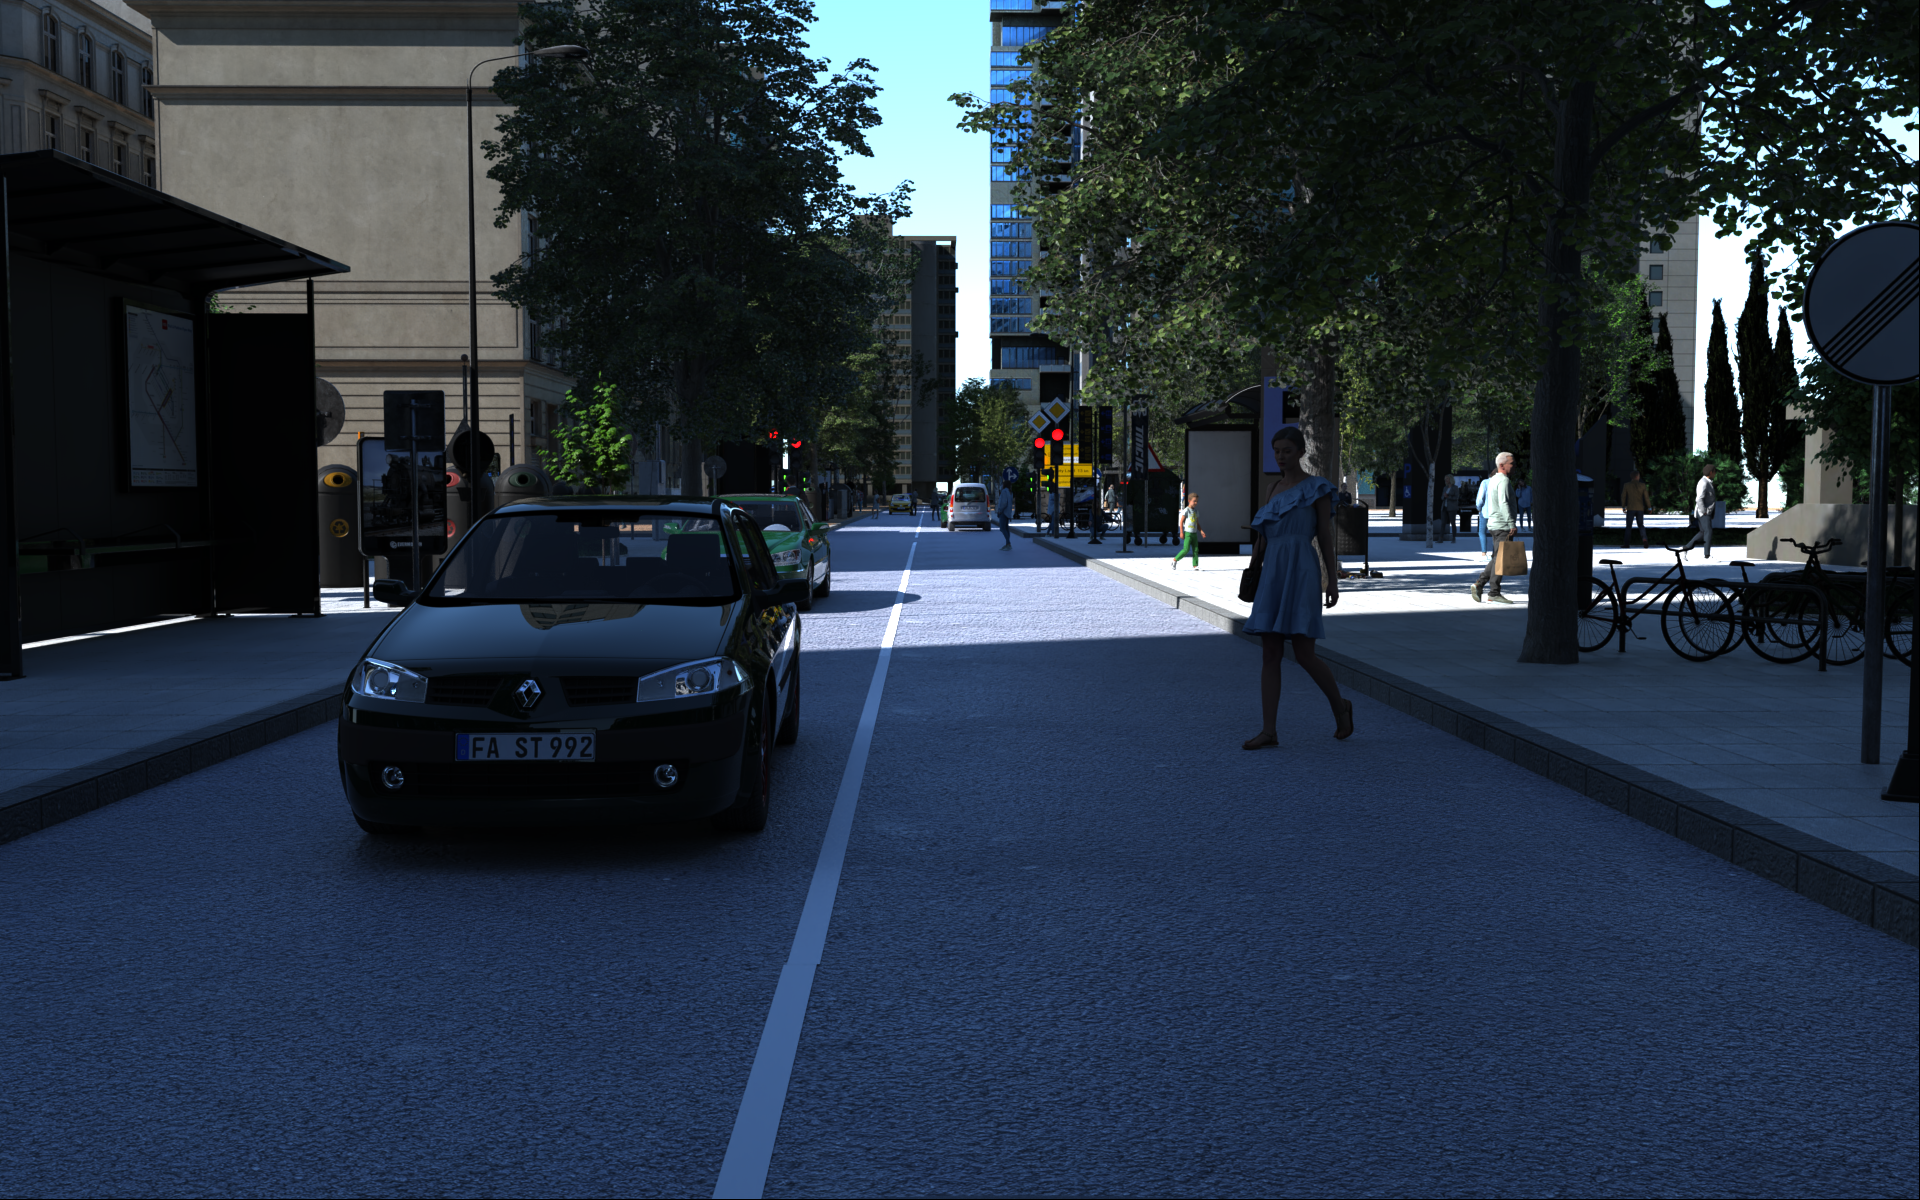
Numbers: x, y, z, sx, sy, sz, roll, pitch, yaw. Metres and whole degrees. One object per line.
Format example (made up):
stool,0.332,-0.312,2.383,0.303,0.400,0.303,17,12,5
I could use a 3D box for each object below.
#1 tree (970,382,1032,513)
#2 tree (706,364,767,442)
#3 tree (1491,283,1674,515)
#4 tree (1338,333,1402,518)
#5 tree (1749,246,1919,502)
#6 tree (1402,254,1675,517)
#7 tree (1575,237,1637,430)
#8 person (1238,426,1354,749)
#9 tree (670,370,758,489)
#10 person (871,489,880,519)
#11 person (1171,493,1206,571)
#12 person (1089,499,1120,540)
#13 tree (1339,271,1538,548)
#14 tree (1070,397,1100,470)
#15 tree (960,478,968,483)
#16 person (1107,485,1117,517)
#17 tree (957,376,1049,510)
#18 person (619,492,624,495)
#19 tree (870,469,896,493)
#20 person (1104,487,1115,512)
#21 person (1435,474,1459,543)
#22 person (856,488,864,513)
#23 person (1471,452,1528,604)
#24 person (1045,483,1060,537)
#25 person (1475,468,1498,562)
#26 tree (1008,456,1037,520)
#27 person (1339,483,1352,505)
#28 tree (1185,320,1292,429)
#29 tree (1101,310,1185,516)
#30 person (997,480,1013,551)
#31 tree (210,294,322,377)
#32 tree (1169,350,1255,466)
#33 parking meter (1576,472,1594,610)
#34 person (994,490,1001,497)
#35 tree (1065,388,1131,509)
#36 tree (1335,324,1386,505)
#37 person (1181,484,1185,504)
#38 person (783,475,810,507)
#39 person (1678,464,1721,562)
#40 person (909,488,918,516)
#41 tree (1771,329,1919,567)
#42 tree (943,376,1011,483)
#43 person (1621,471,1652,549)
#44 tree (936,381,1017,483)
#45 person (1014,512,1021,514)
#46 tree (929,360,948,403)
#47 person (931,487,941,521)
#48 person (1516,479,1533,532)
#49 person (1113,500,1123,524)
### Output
tree,2.510,-10.035,114.436,4.737,8.622,4.395,0,3,0
tree,-11.728,-8.427,88.144,4.360,8.622,3.978,0,3,0
tree,39.924,-12.727,109.905,13.155,14.587,18.604,-2,4,-32
tree,23.795,-10.346,94.910,9.928,11.665,9.643,0,3,0
tree,48.242,-11.513,90.055,18.604,14.587,13.155,-3,5,-40
tree,25.254,-8.875,70.854,9.928,11.665,9.643,0,3,0
tree,16.582,-5.949,47.622,4.360,8.622,3.978,0,3,0
person,1.888,-0.079,9.887,0.778,1.811,0.616,-2,4,-33
tree,-11.574,-8.094,82.697,4.737,8.622,4.395,0,3,0
person,-4.814,-5.498,99.404,0.522,1.701,0.512,2,4,26
person,3.810,-1.138,28.897,0.590,1.304,0.306,2,4,33
person,3.992,-2.278,48.794,1.012,1.151,0.738,-1,4,-14
tree,11.146,-5.558,41.228,4.360,8.622,3.978,0,3,0
tree,9.414,-10.313,118.977,4.360,8.622,3.978,0,3,0
tree,0.610,-12.672,201.790,1.663,3.219,1.824,0,3,0
person,8.512,-5.516,96.398,0.590,1.801,0.661,-2,4,-27
tree,3.153,-12.369,136.647,7.601,10.594,8.767,1,4,23
person,-12.508,-3.497,63.201,0.713,1.824,0.794,-2,4,-27
tree,-9.070,-13.568,205.553,4.285,4.588,4.351,0,3,0
person,10.739,-7.218,124.542,0.782,1.767,0.515,0,4,3
person,12.742,-2.380,45.141,0.526,1.800,0.537,-2,4,-28
person,-6.741,-6.729,116.899,0.563,1.720,0.643,3,4,38
person,6.261,-0.830,20.093,0.515,1.767,0.782,0,4,3
person,2.994,-2.880,55.847,0.793,1.790,0.793,-3,5,-40
person,10.100,-1.631,32.971,0.793,1.790,0.793,-3,5,-44
tree,3.631,-6.243,96.669,1.663,3.219,1.824,0,3,0
person,11.655,-2.683,52.783,0.576,1.772,0.534,0,4,-7
tree,10.805,-6.811,61.724,4.360,8.622,3.978,0,3,0
tree,7.965,-7.306,69.813,4.360,8.622,3.978,0,3,0
person,1.178,-2.162,44.120,0.793,1.790,0.793,-1,4,-14
tree,-11.565,-2.618,26.512,4.285,4.588,4.351,0,3,0
tree,15.353,-9.793,94.525,7.601,10.594,8.767,0,4,2
parking meter,6.851,-0.665,19.279,0.372,1.533,0.369,0,3,0
person,4.753,-12.495,210.295,1.348,1.831,0.705,0,4,-1
tree,9.160,-10.007,113.983,4.737,8.622,4.395,0,3,0
tree,16.092,-7.482,72.686,4.737,8.622,4.395,0,3,0
person,11.517,-5.013,87.974,0.573,1.828,0.580,3,4,38
person,-3.534,-1.749,37.068,0.622,1.834,0.822,-2,4,-33
person,13.989,-1.641,32.725,0.795,1.843,0.661,2,4,33
person,-3.059,-6.487,114.740,0.592,1.802,0.473,-2,4,-30
tree,13.470,-2.521,24.927,4.285,4.588,4.351,0,3,0
tree,1.885,-15.248,167.429,7.486,12.596,7.792,0,3,0
person,16.001,-2.140,40.945,0.656,1.842,0.836,-1,4,-19
tree,1.471,-14.190,157.759,9.928,11.665,9.643,0,3,0
person,3.764,-6.415,111.108,0.592,1.802,0.473,-2,4,-25
tree,-7.416,-20.433,189.972,12.611,20.169,13.585,0,3,0
person,-1.304,-5.204,93.773,0.526,1.800,0.537,-3,4,-37
person,19.226,-3.218,58.915,0.793,1.790,0.793,-2,4,-25
person,6.811,-4.090,73.500,0.643,1.750,0.593,3,5,43
